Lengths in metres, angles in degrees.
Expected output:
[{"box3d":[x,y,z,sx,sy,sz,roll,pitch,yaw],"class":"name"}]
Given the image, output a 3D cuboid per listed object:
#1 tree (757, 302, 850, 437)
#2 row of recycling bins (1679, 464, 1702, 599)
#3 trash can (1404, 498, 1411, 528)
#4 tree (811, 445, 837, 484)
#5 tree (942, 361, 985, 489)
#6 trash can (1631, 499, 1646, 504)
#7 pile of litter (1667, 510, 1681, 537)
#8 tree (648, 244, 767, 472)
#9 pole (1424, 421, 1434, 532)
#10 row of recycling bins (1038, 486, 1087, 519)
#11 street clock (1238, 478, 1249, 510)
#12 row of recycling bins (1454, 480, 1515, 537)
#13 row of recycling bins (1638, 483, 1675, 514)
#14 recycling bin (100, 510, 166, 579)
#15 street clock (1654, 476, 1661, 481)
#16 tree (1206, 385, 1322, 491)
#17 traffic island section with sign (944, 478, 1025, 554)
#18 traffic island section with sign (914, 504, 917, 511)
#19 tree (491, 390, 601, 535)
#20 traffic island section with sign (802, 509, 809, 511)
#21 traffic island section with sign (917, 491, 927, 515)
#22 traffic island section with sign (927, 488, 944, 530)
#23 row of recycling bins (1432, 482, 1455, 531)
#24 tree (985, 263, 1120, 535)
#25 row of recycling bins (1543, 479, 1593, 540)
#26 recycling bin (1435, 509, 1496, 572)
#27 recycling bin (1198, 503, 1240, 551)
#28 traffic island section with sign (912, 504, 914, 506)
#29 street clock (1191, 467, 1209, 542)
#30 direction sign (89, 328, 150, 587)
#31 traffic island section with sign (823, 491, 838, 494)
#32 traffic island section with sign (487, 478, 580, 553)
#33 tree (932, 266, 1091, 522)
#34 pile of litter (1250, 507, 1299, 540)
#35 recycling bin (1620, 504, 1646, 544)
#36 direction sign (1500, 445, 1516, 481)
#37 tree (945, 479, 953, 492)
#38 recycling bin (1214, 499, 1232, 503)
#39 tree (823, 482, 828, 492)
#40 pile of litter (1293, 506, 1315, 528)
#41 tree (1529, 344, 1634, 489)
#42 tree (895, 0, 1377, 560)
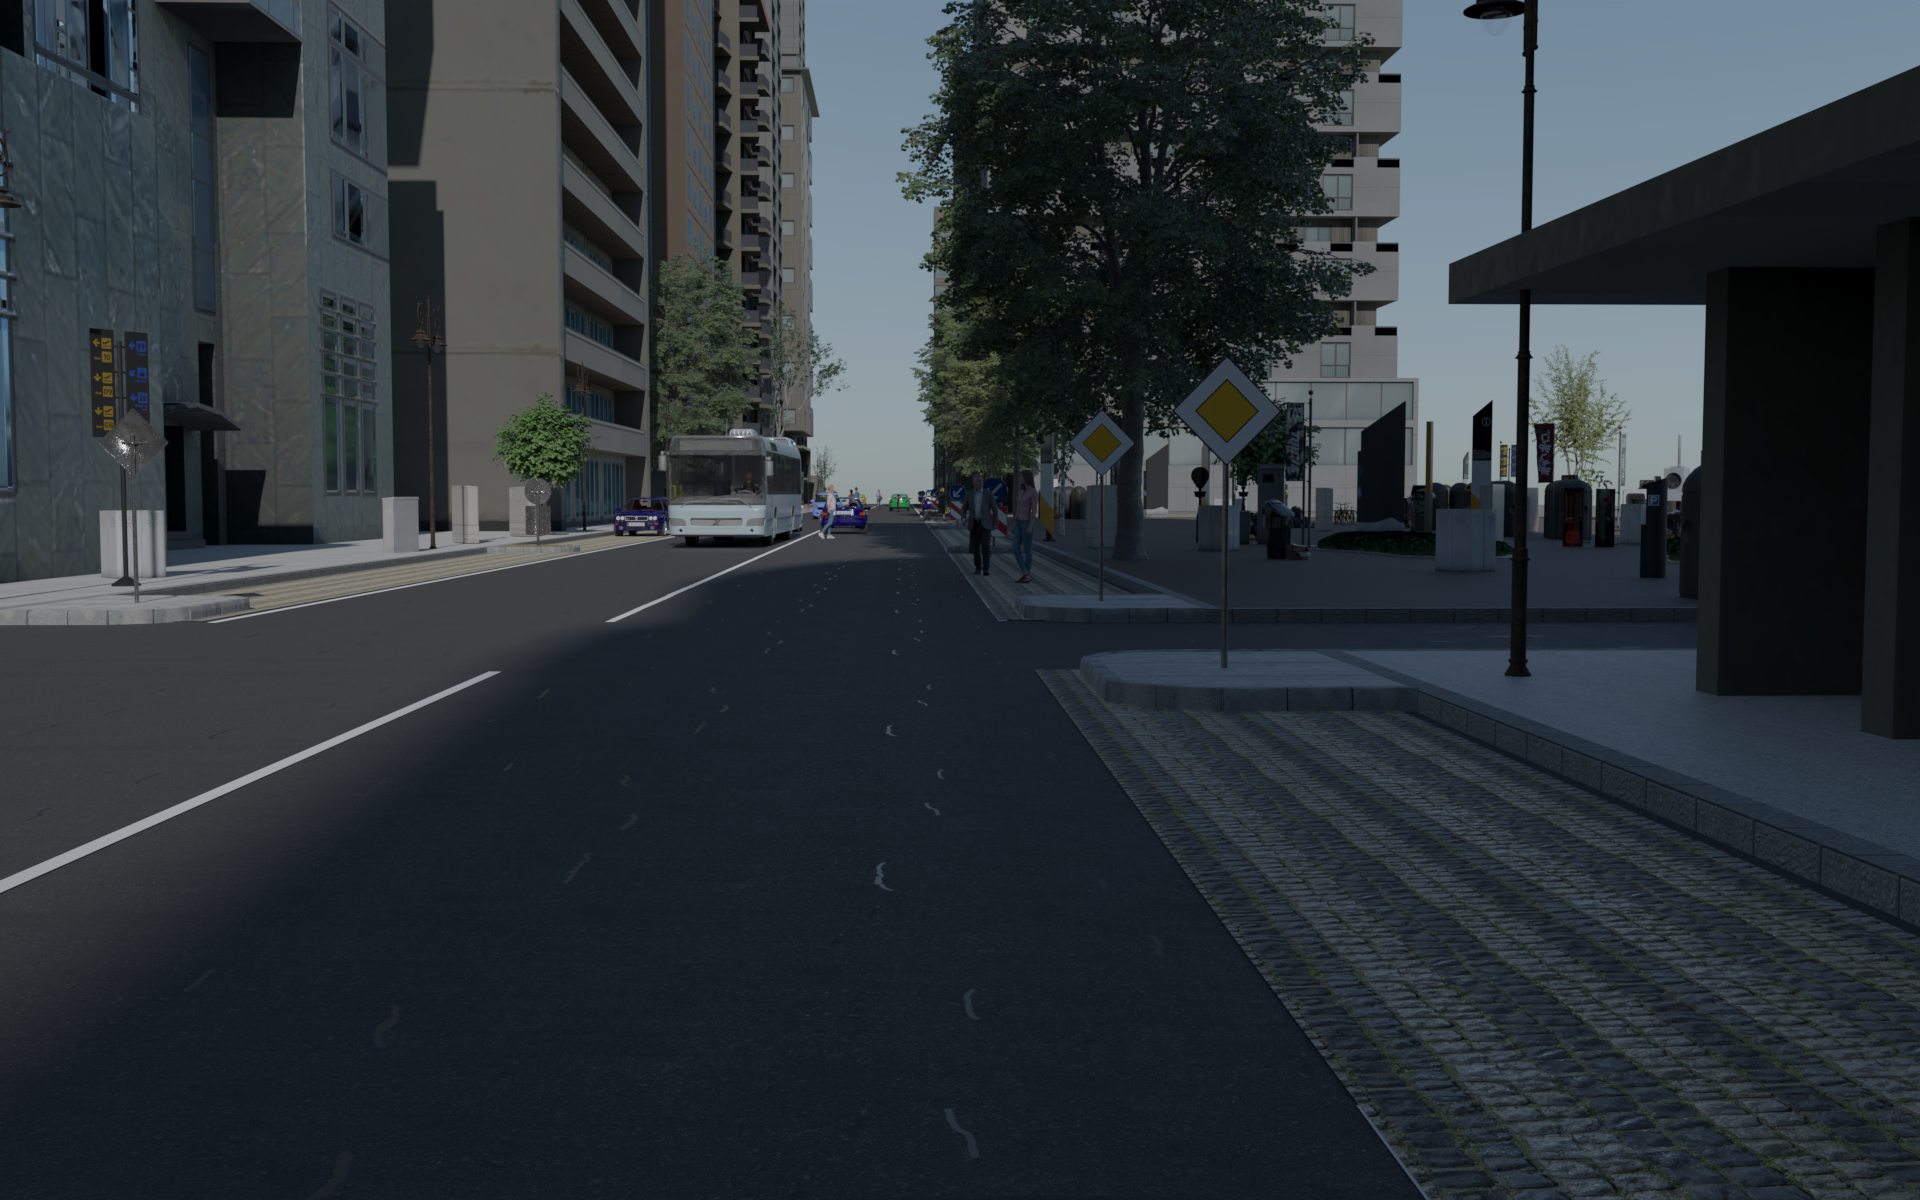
[{"box3d":[-16.846,-19.117,168.447,12.611,20.169,13.585,0,3,0],"class":"tree"},{"box3d":[10.615,-0.843,20.894,3.534,1.692,1.069,1,4,16],"class":"row of recycling bins"},{"box3d":[17.327,-3.343,66.304,0.748,1.137,0.748,0,3,0],"class":"trash can"},{"box3d":[-20.207,-18.676,255.712,4.360,8.622,3.978,0,3,0],"class":"tree"},{"box3d":[1.201,-8.555,90.238,4.360,8.622,3.978,0,3,0],"class":"tree"},{"box3d":[20.599,-2.483,52.251,0.748,1.137,0.748,0,3,0],"class":"trash can"},{"box3d":[19.716,-2.106,48.395,1.176,0.858,1.719,1,4,9],"class":"pile of litter"},{"box3d":[-14.825,-11.177,89.403,9.857,13.997,8.962,0,3,0],"class":"tree"},{"box3d":[13.159,-3.348,48.588,0.158,3.312,0.155,0,3,0],"class":"pole"},{"box3d":[5.335,-5.076,90.112,1.069,1.692,3.534,-3,4,-36],"class":"row of recycling bins"},{"box3d":[8.976,-3.077,54.881,0.358,2.002,0.471,1,4,11],"class":"street clock"},{"box3d":[16.441,-2.840,53.540,1.069,1.692,3.534,0,4,-1],"class":"row of recycling bins"},{"box3d":[26.278,-3.425,63.106,1.069,1.692,3.534,-2,4,-34],"class":"row of recycling bins"},{"box3d":[-12.704,-0.859,26.601,0.722,1.027,0.722,3,5,43],"class":"recycling bin"},{"box3d":[27.907,-3.962,69.347,0.358,2.002,0.471,1,4,13],"class":"street clock"},{"box3d":[9.193,-4.218,52.676,4.285,4.588,4.351,0,3,0],"class":"tree"},{"box3d":[0.690,-2.061,42.318,1.989,1.847,2.006,0,4,-2],"class":"traffic island section with sign"},{"box3d":[-2.723,-8.507,147.712,1.989,1.847,2.006,0,4,-2],"class":"traffic island section with sign"},{"box3d":[-13.000,-4.334,54.577,4.285,4.588,4.351,0,3,0],"class":"tree"},{"box3d":[-13.845,-8.485,147.363,1.989,1.847,2.006,0,4,-2],"class":"traffic island section with sign"},{"box3d":[-1.844,-6.859,120.771,1.989,1.847,2.006,0,4,-2],"class":"traffic island section with sign"},{"box3d":[-0.222,-3.775,70.350,1.989,1.847,2.006,0,4,-2],"class":"traffic island section with sign"},{"box3d":[18.152,-3.314,61.296,3.534,1.692,1.069,0,4,-6],"class":"row of recycling bins"},{"box3d":[3.431,-6.341,54.038,4.360,8.622,3.978,0,3,0],"class":"tree"},{"box3d":[17.386,-2.605,49.700,1.069,1.692,3.534,1,4,10],"class":"row of recycling bins"},{"box3d":[8.444,-1.001,28.916,0.722,1.027,0.722,-3,4,-37],"class":"recycling bin"},{"box3d":[5.900,-1.646,39.467,0.722,1.027,0.722,3,4,36],"class":"recycling bin"},{"box3d":[-4.503,-11.903,203.246,1.989,1.847,2.006,0,4,-2],"class":"traffic island section with sign"},{"box3d":[6.359,-2.528,45.896,0.471,2.002,0.358,1,4,12],"class":"street clock"},{"box3d":[-11.639,-1.962,24.072,0.379,3.537,0.876,2,4,28],"class":"direction sign"},{"box3d":[-15.637,-11.874,202.774,1.989,1.847,2.006,0,4,-2],"class":"traffic island section with sign"},{"box3d":[-10.441,-2.080,42.635,1.989,1.847,2.006,0,4,-2],"class":"traffic island section with sign"},{"box3d":[2.661,-9.808,78.480,7.486,12.596,7.792,0,3,0],"class":"tree"},{"box3d":[8.256,-2.081,47.982,1.176,0.858,1.719,-3,5,-43],"class":"pile of litter"},{"box3d":[17.468,-1.952,44.462,0.722,1.027,0.722,-1,4,-20],"class":"recycling bin"},{"box3d":[25.113,-5.337,79.259,0.876,3.537,0.379,0,4,-8],"class":"direction sign"},{"box3d":[-0.628,-11.410,181.158,1.663,3.219,1.824,0,3,0],"class":"tree"},{"box3d":[13.639,-4.731,89.907,0.722,1.027,0.722,2,4,33],"class":"recycling bin"},{"box3d":[-20.022,-15.706,251.399,1.663,3.219,1.824,0,3,0],"class":"tree"},{"box3d":[12.658,-3.154,65.534,1.719,0.858,1.176,1,4,17],"class":"pile of litter"},{"box3d":[29.692,-8.189,84.245,4.737,8.622,4.395,0,3,0],"class":"tree"},{"box3d":[3.399,-7.787,33.976,9.857,13.997,8.962,0,3,0],"class":"tree"}]
